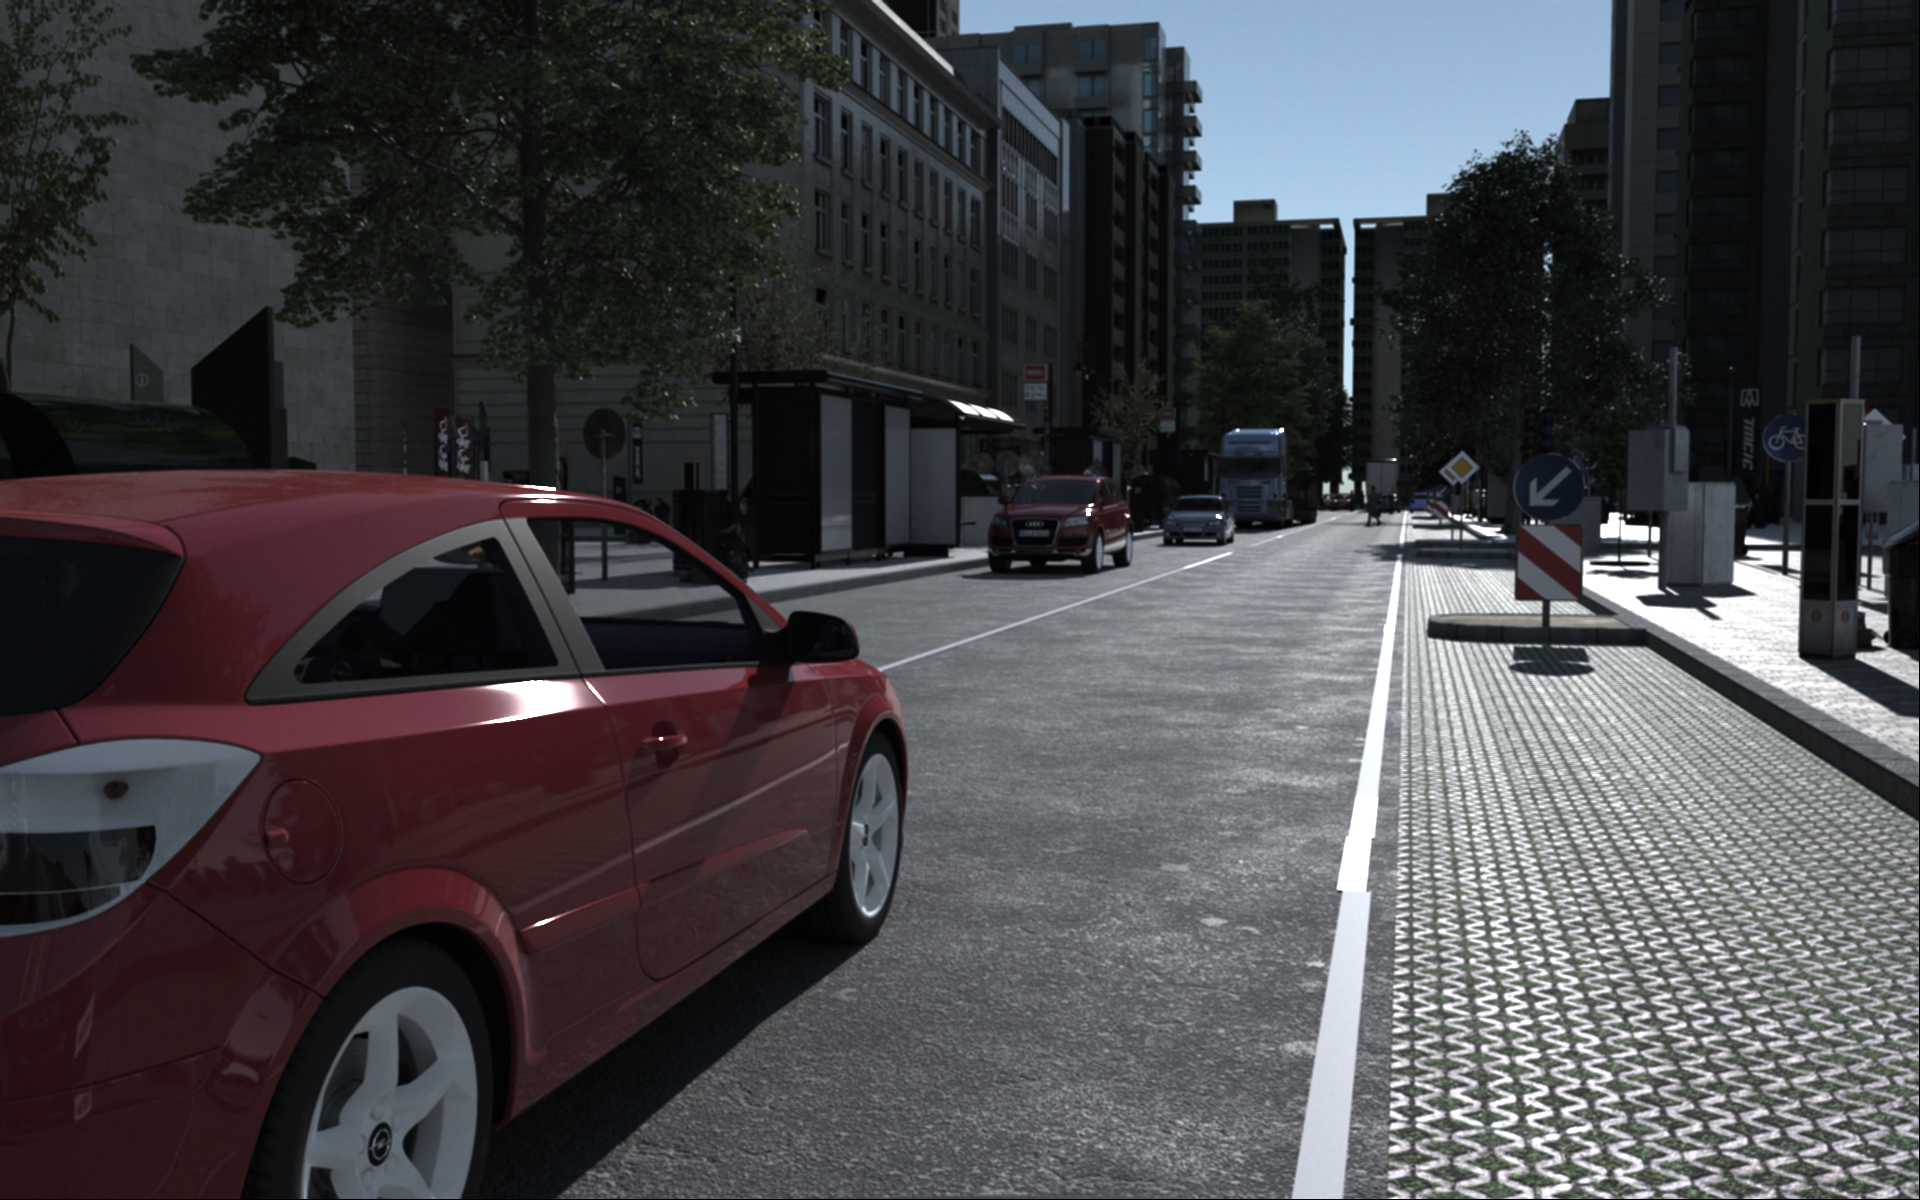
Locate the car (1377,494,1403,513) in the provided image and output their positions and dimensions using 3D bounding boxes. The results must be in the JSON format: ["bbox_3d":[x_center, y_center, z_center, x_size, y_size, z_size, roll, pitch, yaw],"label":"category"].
[{"bbox_3d":[33.029,-7.415,133.240,2.014,1.417,4.499,1,4,15],"label":"car"}]

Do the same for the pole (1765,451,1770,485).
[{"bbox_3d":[37.754,-5.331,81.000,0.158,3.312,0.155,0,3,0],"label":"pole"}]

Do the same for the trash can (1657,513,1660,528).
[{"bbox_3d":[25.636,-3.132,62.855,0.748,1.137,0.748,0,3,0],"label":"trash can"}]

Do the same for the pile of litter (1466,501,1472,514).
[{"bbox_3d":[35.201,-6.287,116.760,1.719,0.858,1.176,-3,5,-39],"label":"pile of litter"}]

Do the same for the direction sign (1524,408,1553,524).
[{"bbox_3d":[15.341,-3.304,46.024,0.379,3.537,0.876,-2,4,-34],"label":"direction sign"}]

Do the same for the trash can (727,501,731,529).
[{"bbox_3d":[-5.128,-1.540,36.830,0.748,1.137,0.748,0,3,0],"label":"trash can"}]

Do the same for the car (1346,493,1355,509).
[{"bbox_3d":[36.621,-9.484,164.651,1.945,1.707,3.694,1,4,16],"label":"car"}]

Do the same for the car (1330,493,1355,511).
[{"bbox_3d":[32.321,-8.396,146.314,2.155,1.783,4.494,1,4,14],"label":"car"}]

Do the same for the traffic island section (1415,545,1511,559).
[{"bbox_3d":[11.462,-1.058,39.572,2.009,0.180,2.903,1,4,14],"label":"traffic island section"}]

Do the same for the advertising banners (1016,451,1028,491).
[{"bbox_3d":[2.403,-4.548,70.543,0.090,3.025,2.074,-2,4,-27],"label":"advertising banners"}]

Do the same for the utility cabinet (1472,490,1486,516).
[{"bbox_3d":[29.580,-5.482,98.303,1.173,1.500,0.318,-2,4,-32],"label":"utility cabinet"}]

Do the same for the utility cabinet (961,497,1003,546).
[{"bbox_3d":[0.551,-1.955,43.131,1.020,1.237,0.306,-1,4,-11],"label":"utility cabinet"}]

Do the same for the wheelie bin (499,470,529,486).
[{"bbox_3d":[-5.774,-0.904,22.690,0.980,1.594,0.693,3,5,43],"label":"wheelie bin"}]

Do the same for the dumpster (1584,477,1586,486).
[{"bbox_3d":[23.663,-3.999,67.872,1.502,2.255,1.985,1,4,15],"label":"dumpster"}]

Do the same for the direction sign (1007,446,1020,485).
[{"bbox_3d":[2.562,-5.533,82.465,0.379,3.537,0.876,-3,5,-42],"label":"direction sign"}]

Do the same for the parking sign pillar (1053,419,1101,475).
[{"bbox_3d":[4.354,-4.493,61.932,1.447,3.967,1.447,-1,4,-19],"label":"parking sign pillar"}]

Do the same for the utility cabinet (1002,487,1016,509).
[{"bbox_3d":[1.291,-2.998,57.702,1.173,1.500,0.318,-2,4,-31],"label":"utility cabinet"}]

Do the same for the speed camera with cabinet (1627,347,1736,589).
[{"bbox_3d":[10.025,-1.816,24.027,2.038,3.252,0.660,-3,5,-40],"label":"speed camera with cabinet"}]

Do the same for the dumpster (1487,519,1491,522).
[{"bbox_3d":[25.248,-4.592,80.833,1.264,1.857,1.865,1,4,14],"label":"dumpster"}]

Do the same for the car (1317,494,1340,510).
[{"bbox_3d":[32.505,-8.702,152.503,2.015,1.641,3.980,1,4,16],"label":"car"}]

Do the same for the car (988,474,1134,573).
[{"bbox_3d":[2.000,-1.495,33.113,2.281,1.827,5.304,1,4,15],"label":"car"}]

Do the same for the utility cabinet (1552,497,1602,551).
[{"bbox_3d":[13.898,-1.706,39.054,1.020,1.237,0.306,1,4,13],"label":"utility cabinet"}]

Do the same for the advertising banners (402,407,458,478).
[{"bbox_3d":[-10.647,-2.324,34.192,0.090,3.025,2.074,1,4,19],"label":"advertising banners"}]

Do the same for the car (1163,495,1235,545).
[{"bbox_3d":[6.945,-2.327,50.054,2.014,1.417,4.499,1,4,14],"label":"car"}]

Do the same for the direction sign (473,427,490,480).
[{"bbox_3d":[-16.291,-4.075,58.624,0.876,3.537,0.379,-3,5,-44],"label":"direction sign"}]

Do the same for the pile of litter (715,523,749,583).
[{"bbox_3d":[-3.592,-0.684,25.146,1.176,0.858,1.719,1,4,12],"label":"pile of litter"}]

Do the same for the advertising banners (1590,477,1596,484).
[{"bbox_3d":[34.535,-6.134,96.476,2.074,3.025,0.090,0,4,5],"label":"advertising banners"}]

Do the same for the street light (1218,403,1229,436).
[{"bbox_3d":[13.356,-7.044,87.961,0.468,5.910,1.993,1,4,14],"label":"street light"}]

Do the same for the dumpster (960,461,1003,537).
[{"bbox_3d":[0.307,-2.947,50.681,1.502,2.255,1.985,1,4,14],"label":"dumpster"}]

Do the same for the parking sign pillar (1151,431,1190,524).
[{"bbox_3d":[8.863,-5.243,74.202,1.447,3.967,1.447,-3,5,-41],"label":"parking sign pillar"}]

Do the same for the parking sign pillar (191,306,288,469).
[{"bbox_3d":[-10.477,-2.247,25.217,1.447,3.967,1.447,1,4,14],"label":"parking sign pillar"}]

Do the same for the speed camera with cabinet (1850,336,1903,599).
[{"bbox_3d":[11.535,-1.639,21.138,0.660,3.252,2.038,-1,4,-12],"label":"speed camera with cabinet"}]

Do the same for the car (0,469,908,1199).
[{"bbox_3d":[-1.437,0.278,4.496,2.155,1.783,4.494,1,4,14],"label":"car"}]

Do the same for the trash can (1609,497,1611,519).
[{"bbox_3d":[31.657,-4.501,85.248,0.748,1.137,0.748,0,3,0],"label":"trash can"}]

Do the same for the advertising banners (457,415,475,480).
[{"bbox_3d":[-10.348,-2.606,38.790,2.074,3.025,0.090,-2,4,-27],"label":"advertising banners"}]

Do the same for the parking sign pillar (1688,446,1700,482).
[{"bbox_3d":[30.826,-5.226,73.915,1.447,3.967,1.447,0,4,4],"label":"parking sign pillar"}]

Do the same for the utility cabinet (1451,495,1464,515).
[{"bbox_3d":[30.727,-5.859,106.948,0.306,1.237,1.020,-1,4,-16],"label":"utility cabinet"}]

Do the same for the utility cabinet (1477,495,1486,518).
[{"bbox_3d":[28.537,-5.048,93.691,1.020,1.237,0.306,0,4,6],"label":"utility cabinet"}]

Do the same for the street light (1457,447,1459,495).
[{"bbox_3d":[34.080,-8.913,118.510,0.468,5.910,1.993,1,4,14],"label":"street light"}]

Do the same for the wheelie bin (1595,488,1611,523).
[{"bbox_3d":[28.016,-4.154,75.818,0.693,1.594,0.980,-3,5,-40],"label":"wheelie bin"}]

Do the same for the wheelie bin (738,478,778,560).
[{"bbox_3d":[-3.920,-1.579,33.722,0.693,1.594,0.980,1,4,16],"label":"wheelie bin"}]

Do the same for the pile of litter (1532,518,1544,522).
[{"bbox_3d":[29.113,-4.429,86.379,1.176,0.858,1.719,1,4,15],"label":"pile of litter"}]

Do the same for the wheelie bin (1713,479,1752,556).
[{"bbox_3d":[16.035,-1.735,36.279,0.980,1.594,0.693,0,4,-7],"label":"wheelie bin"}]

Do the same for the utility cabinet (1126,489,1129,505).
[{"bbox_3d":[10.541,-6.109,108.554,0.318,1.500,1.173,2,4,34],"label":"utility cabinet"}]

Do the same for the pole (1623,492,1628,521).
[{"bbox_3d":[31.921,-5.455,83.036,0.158,3.312,0.155,0,3,0],"label":"pole"}]

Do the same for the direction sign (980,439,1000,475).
[{"bbox_3d":[1.225,-4.852,71.323,0.876,3.537,0.379,1,4,21],"label":"direction sign"}]

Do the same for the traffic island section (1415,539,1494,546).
[{"bbox_3d":[13.464,-1.530,47.303,2.009,0.180,2.903,1,4,14],"label":"traffic island section"}]

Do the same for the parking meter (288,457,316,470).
[{"bbox_3d":[-10.465,-1.340,27.621,0.255,1.863,0.399,3,5,40],"label":"parking meter"}]

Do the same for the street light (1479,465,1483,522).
[{"bbox_3d":[24.273,-6.589,80.522,0.468,5.910,1.993,1,4,14],"label":"street light"}]

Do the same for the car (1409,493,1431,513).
[{"bbox_3d":[35.004,-7.445,131.319,1.945,1.707,3.694,1,4,15],"label":"car"}]

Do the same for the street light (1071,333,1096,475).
[{"bbox_3d":[3.560,-4.721,49.981,0.468,5.910,1.993,1,4,14],"label":"street light"}]

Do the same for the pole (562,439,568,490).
[{"bbox_3d":[-14.685,-4.317,64.420,0.158,3.312,0.155,0,3,0],"label":"pole"}]

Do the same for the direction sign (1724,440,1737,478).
[{"bbox_3d":[32.216,-4.915,72.355,0.876,3.537,0.379,-2,4,-28],"label":"direction sign"}]
